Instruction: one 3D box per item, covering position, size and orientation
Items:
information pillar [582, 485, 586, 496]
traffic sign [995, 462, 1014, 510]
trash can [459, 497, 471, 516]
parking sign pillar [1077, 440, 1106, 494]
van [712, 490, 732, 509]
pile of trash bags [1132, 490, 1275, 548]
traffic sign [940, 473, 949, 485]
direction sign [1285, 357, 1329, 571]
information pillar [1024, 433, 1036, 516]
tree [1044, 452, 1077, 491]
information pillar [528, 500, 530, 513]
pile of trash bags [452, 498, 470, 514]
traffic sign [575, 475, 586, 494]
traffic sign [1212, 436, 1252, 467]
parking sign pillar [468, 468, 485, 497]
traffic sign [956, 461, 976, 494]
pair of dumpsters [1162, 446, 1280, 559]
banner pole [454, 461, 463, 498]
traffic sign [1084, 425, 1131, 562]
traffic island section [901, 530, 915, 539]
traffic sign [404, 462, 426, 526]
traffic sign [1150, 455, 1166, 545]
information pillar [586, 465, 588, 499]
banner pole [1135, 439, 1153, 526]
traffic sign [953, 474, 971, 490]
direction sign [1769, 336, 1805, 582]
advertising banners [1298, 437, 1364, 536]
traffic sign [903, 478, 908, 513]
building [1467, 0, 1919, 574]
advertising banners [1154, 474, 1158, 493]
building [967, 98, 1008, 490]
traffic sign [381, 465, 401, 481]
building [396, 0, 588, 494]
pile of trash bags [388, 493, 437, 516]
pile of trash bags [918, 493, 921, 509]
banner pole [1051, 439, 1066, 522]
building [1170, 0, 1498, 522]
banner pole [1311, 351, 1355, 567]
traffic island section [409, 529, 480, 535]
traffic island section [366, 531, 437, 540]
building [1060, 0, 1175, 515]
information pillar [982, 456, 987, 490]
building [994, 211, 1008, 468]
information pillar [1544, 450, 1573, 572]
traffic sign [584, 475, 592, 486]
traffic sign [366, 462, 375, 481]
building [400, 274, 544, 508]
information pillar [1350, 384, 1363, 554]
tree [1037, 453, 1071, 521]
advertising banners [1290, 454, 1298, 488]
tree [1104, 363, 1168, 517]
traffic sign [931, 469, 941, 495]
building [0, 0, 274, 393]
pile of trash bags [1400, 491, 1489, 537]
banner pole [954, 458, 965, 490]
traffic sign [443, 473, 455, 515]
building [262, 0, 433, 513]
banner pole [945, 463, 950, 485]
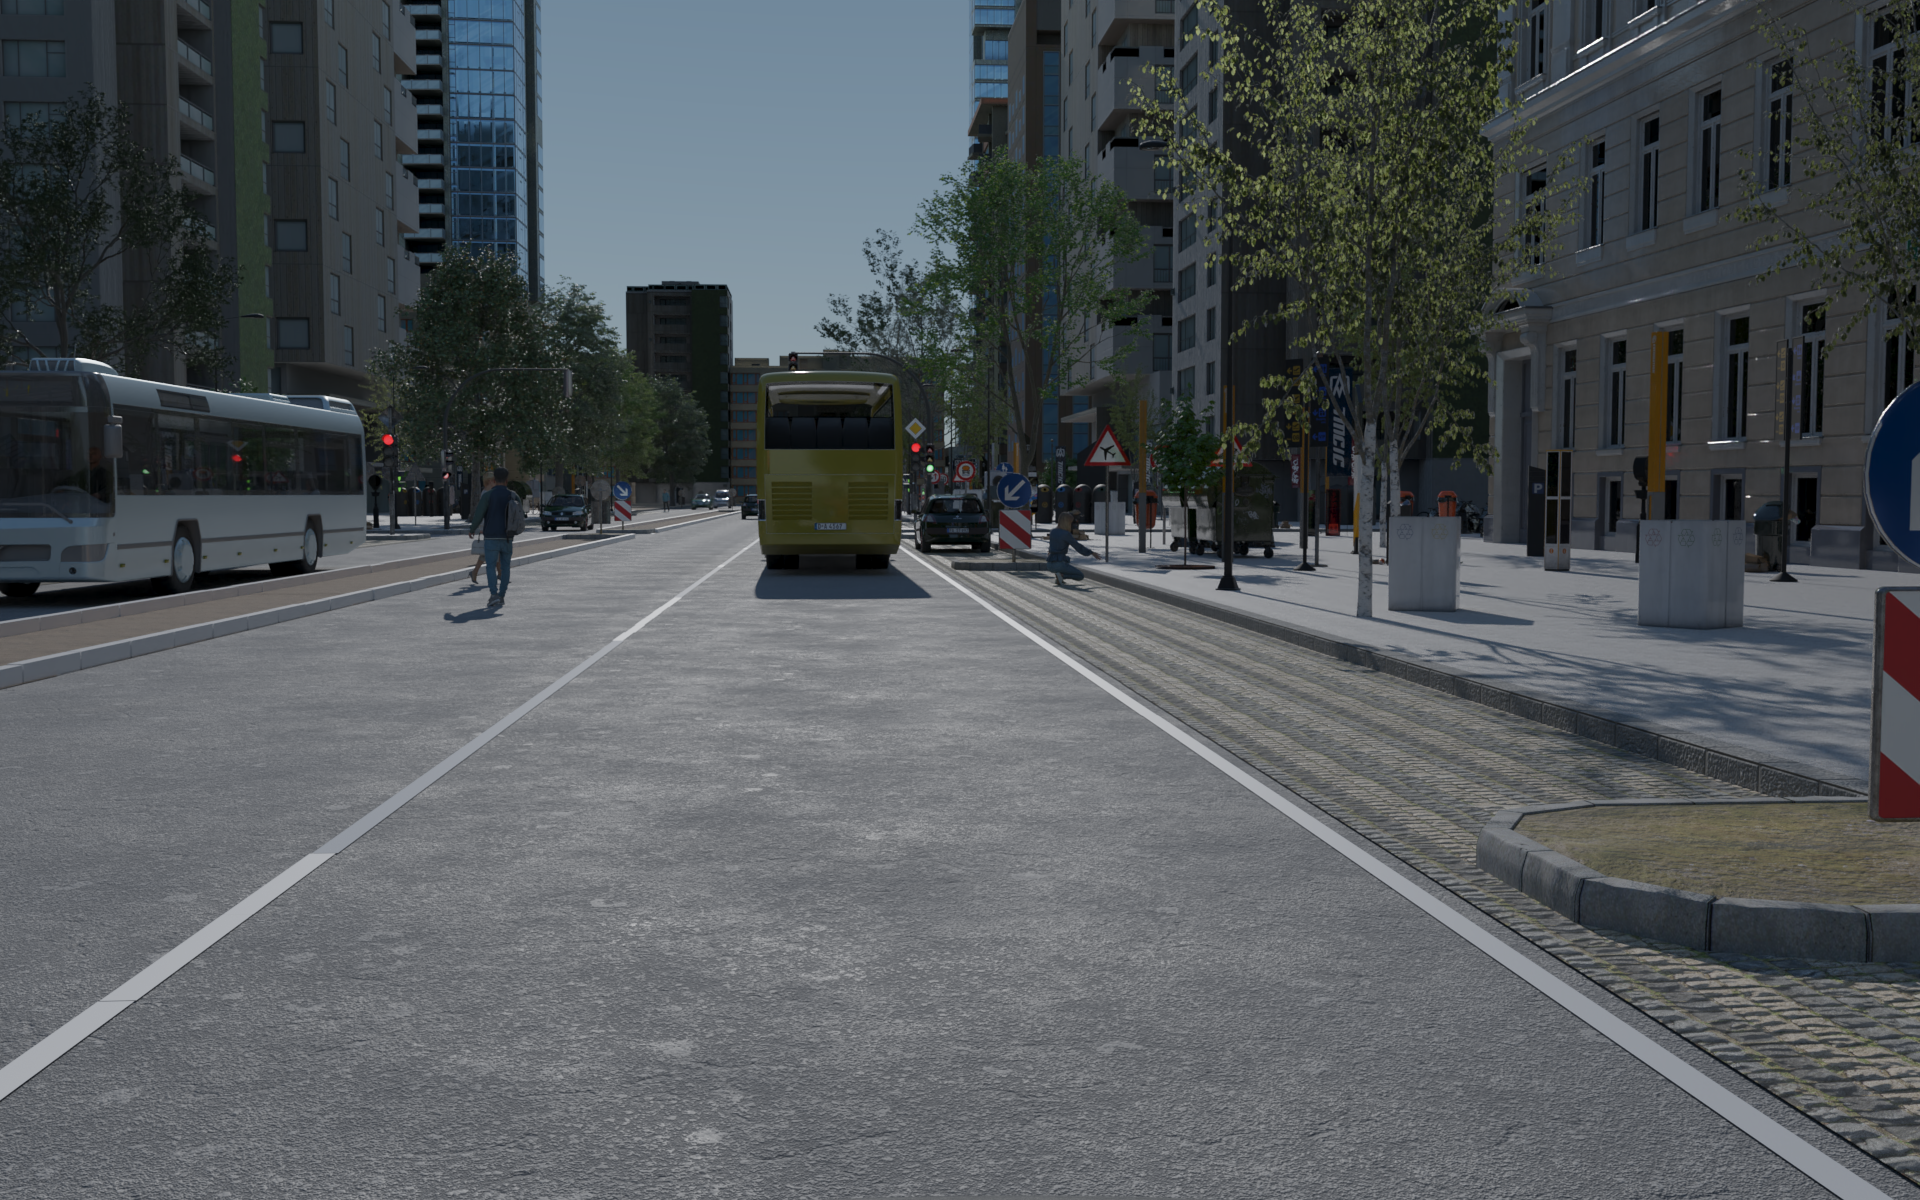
[{"bbox_3d":[-27.827,-7.585,128.514,0.304,2.012,0.304,3,5,42],"label":"information pillar"},{"bbox_3d":[1.798,-4.262,69.782,0.768,2.556,0.104,0,4,3],"label":"traffic sign"},{"bbox_3d":[-28.076,-5.298,98.273,0.748,1.137,0.748,0,3,0],"label":"trash can"},{"bbox_3d":[5.941,-5.492,78.265,1.447,3.967,1.447,0,4,6],"label":"parking sign pillar"},{"bbox_3d":[-23.585,-10.099,172.137,2.013,2.044,4.112,0,4,-5],"label":"van"},{"bbox_3d":[5.752,-1.954,41.693,3.447,1.369,1.912,-1,4,-20],"label":"pile of trash bags"},{"bbox_3d":[-1.037,-6.355,104.004,0.768,2.556,0.104,0,4,3],"label":"traffic sign"},{"bbox_3d":[5.777,-2.259,28.926,0.379,3.537,0.876,-3,5,-41],"label":"direction sign"},{"bbox_3d":[2.670,-4.582,66.275,0.504,3.616,0.183,0,4,-6],"label":"information pillar"},{"bbox_3d":[8.173,-9.125,132.911,4.285,4.588,4.351,0,3,0],"label":"tree"},{"bbox_3d":[-29.605,-6.961,118.307,0.304,2.012,0.304,-3,5,-42],"label":"information pillar"},{"bbox_3d":[-33.320,-6.375,113.982,1.912,1.369,3.447,-2,4,-35],"label":"pile of trash bags"},{"bbox_3d":[-25.571,-7.124,116.591,0.768,2.556,0.104,0,4,-3],"label":"traffic sign"},{"bbox_3d":[5.221,-2.055,33.610,0.884,2.594,0.081,0,4,1],"label":"traffic sign"},{"bbox_3d":[-37.791,-8.989,135.445,1.447,3.967,1.447,0,4,8],"label":"parking sign pillar"},{"bbox_3d":[0.225,-4.028,65.957,0.768,2.556,0.104,0,4,-2],"label":"traffic sign"},{"bbox_3d":[5.450,-2.073,36.393,1.574,2.255,4.437,0,4,-5],"label":"pair of dumpsters"},{"bbox_3d":[-37.528,-8.530,129.488,0.863,3.779,0.401,-3,4,-38],"label":"banner pole"},{"bbox_3d":[2.760,-1.986,32.483,0.884,2.594,0.081,0,4,-3],"label":"traffic sign"},{"bbox_3d":[-0.979,-2.059,55.953,2.009,0.180,2.903,0,4,-5],"label":"traffic island section"},{"bbox_3d":[-21.941,-4.265,69.741,0.884,2.594,0.081,0,4,2],"label":"traffic sign"},{"bbox_3d":[5.186,-2.680,43.926,0.768,2.556,0.104,0,4,1],"label":"traffic sign"},{"bbox_3d":[-24.215,-7.401,112.365,0.183,3.616,0.504,-1,4,-9],"label":"information pillar"},{"bbox_3d":[7.449,-4.882,69.841,0.863,3.779,0.401,3,5,43],"label":"banner pole"},{"bbox_3d":[0.056,-4.686,76.613,0.884,2.594,0.081,0,4,-3],"label":"traffic sign"},{"bbox_3d":[12.076,-2.036,25.286,0.379,3.537,0.876,0,4,2],"label":"direction sign"},{"bbox_3d":[11.378,-3.469,52.901,2.074,3.025,0.090,-1,4,-15],"label":"advertising banners"},{"bbox_3d":[-3.680,-7.017,114.835,0.768,2.556,0.104,0,4,-2],"label":"traffic sign"},{"bbox_3d":[20.894,-15.298,36.030,13.634,28.700,20.117,0,4,-5],"label":"building"},{"bbox_3d":[10.048,-5.725,89.798,0.090,3.025,2.074,1,4,21],"label":"advertising banners"},{"bbox_3d":[12.306,-32.787,190.684,22.147,44.769,28.867,0,4,-5],"label":"building"},{"bbox_3d":[-22.387,-4.164,68.181,0.768,2.556,0.104,0,4,-1],"label":"traffic sign"},{"bbox_3d":[-57.931,-53.489,187.212,31.000,86.520,22.319,0,4,-5],"label":"building"},{"bbox_3d":[-32.366,-5.725,103.363,3.447,1.369,1.912,-1,4,-9],"label":"pile of trash bags"},{"bbox_3d":[-2.949,-7.606,134.116,1.912,1.369,3.447,0,4,-4],"label":"pile of trash bags"},{"bbox_3d":[4.450,-5.469,79.430,0.863,3.779,0.401,0,4,-4],"label":"banner pole"},{"bbox_3d":[18.413,-19.057,83.283,14.107,30.474,14.160,0,4,-5],"label":"building"},{"bbox_3d":[6.493,-2.468,30.362,0.863,3.779,0.401,2,4,35],"label":"banner pole"},{"bbox_3d":[-18.553,-2.464,62.569,2.009,0.180,2.903,0,4,-5],"label":"traffic island section"},{"bbox_3d":[-17.917,-1.977,54.610,2.009,0.180,2.903,0,4,-5],"label":"traffic island section"},{"bbox_3d":[21.865,-32.271,116.873,28.713,52.752,27.495,0,4,-5],"label":"building"},{"bbox_3d":[1.524,-6.950,104.995,0.504,3.616,0.183,3,5,44],"label":"information pillar"},{"bbox_3d":[10.115,-24.292,168.867,14.160,30.474,14.107,0,4,-5],"label":"building"},{"bbox_3d":[9.945,-1.486,28.792,0.304,2.012,0.304,-2,4,-30],"label":"information pillar"},{"bbox_3d":[-25.257,-7.165,117.252,0.768,2.556,0.104,0,4,3],"label":"traffic sign"},{"bbox_3d":[-23.203,-4.124,67.531,0.768,2.556,0.104,0,4,2],"label":"traffic sign"},{"bbox_3d":[-52.441,-18.638,149.777,27.650,21.520,28.899,0,4,-5],"label":"building"},{"bbox_3d":[8.452,-2.779,36.792,0.183,3.616,0.504,0,4,3],"label":"information pillar"},{"bbox_3d":[4.467,-5.310,81.419,1.663,3.219,1.824,0,3,0],"label":"tree"},{"bbox_3d":[15.309,-4.842,75.357,2.074,3.025,0.090,2,4,29],"label":"advertising banners"},{"bbox_3d":[9.800,-8.889,95.701,4.737,8.622,4.395,0,3,0],"label":"tree"},{"bbox_3d":[-1.360,-5.384,88.139,0.768,2.556,0.104,0,4,-4],"label":"traffic sign"},{"bbox_3d":[-40.695,-24.143,78.339,14.154,41.232,14.086,0,4,-5],"label":"building"},{"bbox_3d":[15.787,-2.852,56.375,3.447,1.369,1.912,-1,4,-12],"label":"pile of trash bags"},{"bbox_3d":[0.031,-7.117,106.388,0.863,3.779,0.401,0,4,1],"label":"banner pole"},{"bbox_3d":[-25.261,-5.110,85.686,0.606,2.300,0.079,0,4,1],"label":"traffic sign"},{"bbox_3d":[-49.876,-31.702,107.561,28.713,52.752,27.495,0,4,-5],"label":"building"},{"bbox_3d":[-0.977,-9.133,139.339,0.401,3.779,0.863,2,4,33],"label":"banner pole"}]
